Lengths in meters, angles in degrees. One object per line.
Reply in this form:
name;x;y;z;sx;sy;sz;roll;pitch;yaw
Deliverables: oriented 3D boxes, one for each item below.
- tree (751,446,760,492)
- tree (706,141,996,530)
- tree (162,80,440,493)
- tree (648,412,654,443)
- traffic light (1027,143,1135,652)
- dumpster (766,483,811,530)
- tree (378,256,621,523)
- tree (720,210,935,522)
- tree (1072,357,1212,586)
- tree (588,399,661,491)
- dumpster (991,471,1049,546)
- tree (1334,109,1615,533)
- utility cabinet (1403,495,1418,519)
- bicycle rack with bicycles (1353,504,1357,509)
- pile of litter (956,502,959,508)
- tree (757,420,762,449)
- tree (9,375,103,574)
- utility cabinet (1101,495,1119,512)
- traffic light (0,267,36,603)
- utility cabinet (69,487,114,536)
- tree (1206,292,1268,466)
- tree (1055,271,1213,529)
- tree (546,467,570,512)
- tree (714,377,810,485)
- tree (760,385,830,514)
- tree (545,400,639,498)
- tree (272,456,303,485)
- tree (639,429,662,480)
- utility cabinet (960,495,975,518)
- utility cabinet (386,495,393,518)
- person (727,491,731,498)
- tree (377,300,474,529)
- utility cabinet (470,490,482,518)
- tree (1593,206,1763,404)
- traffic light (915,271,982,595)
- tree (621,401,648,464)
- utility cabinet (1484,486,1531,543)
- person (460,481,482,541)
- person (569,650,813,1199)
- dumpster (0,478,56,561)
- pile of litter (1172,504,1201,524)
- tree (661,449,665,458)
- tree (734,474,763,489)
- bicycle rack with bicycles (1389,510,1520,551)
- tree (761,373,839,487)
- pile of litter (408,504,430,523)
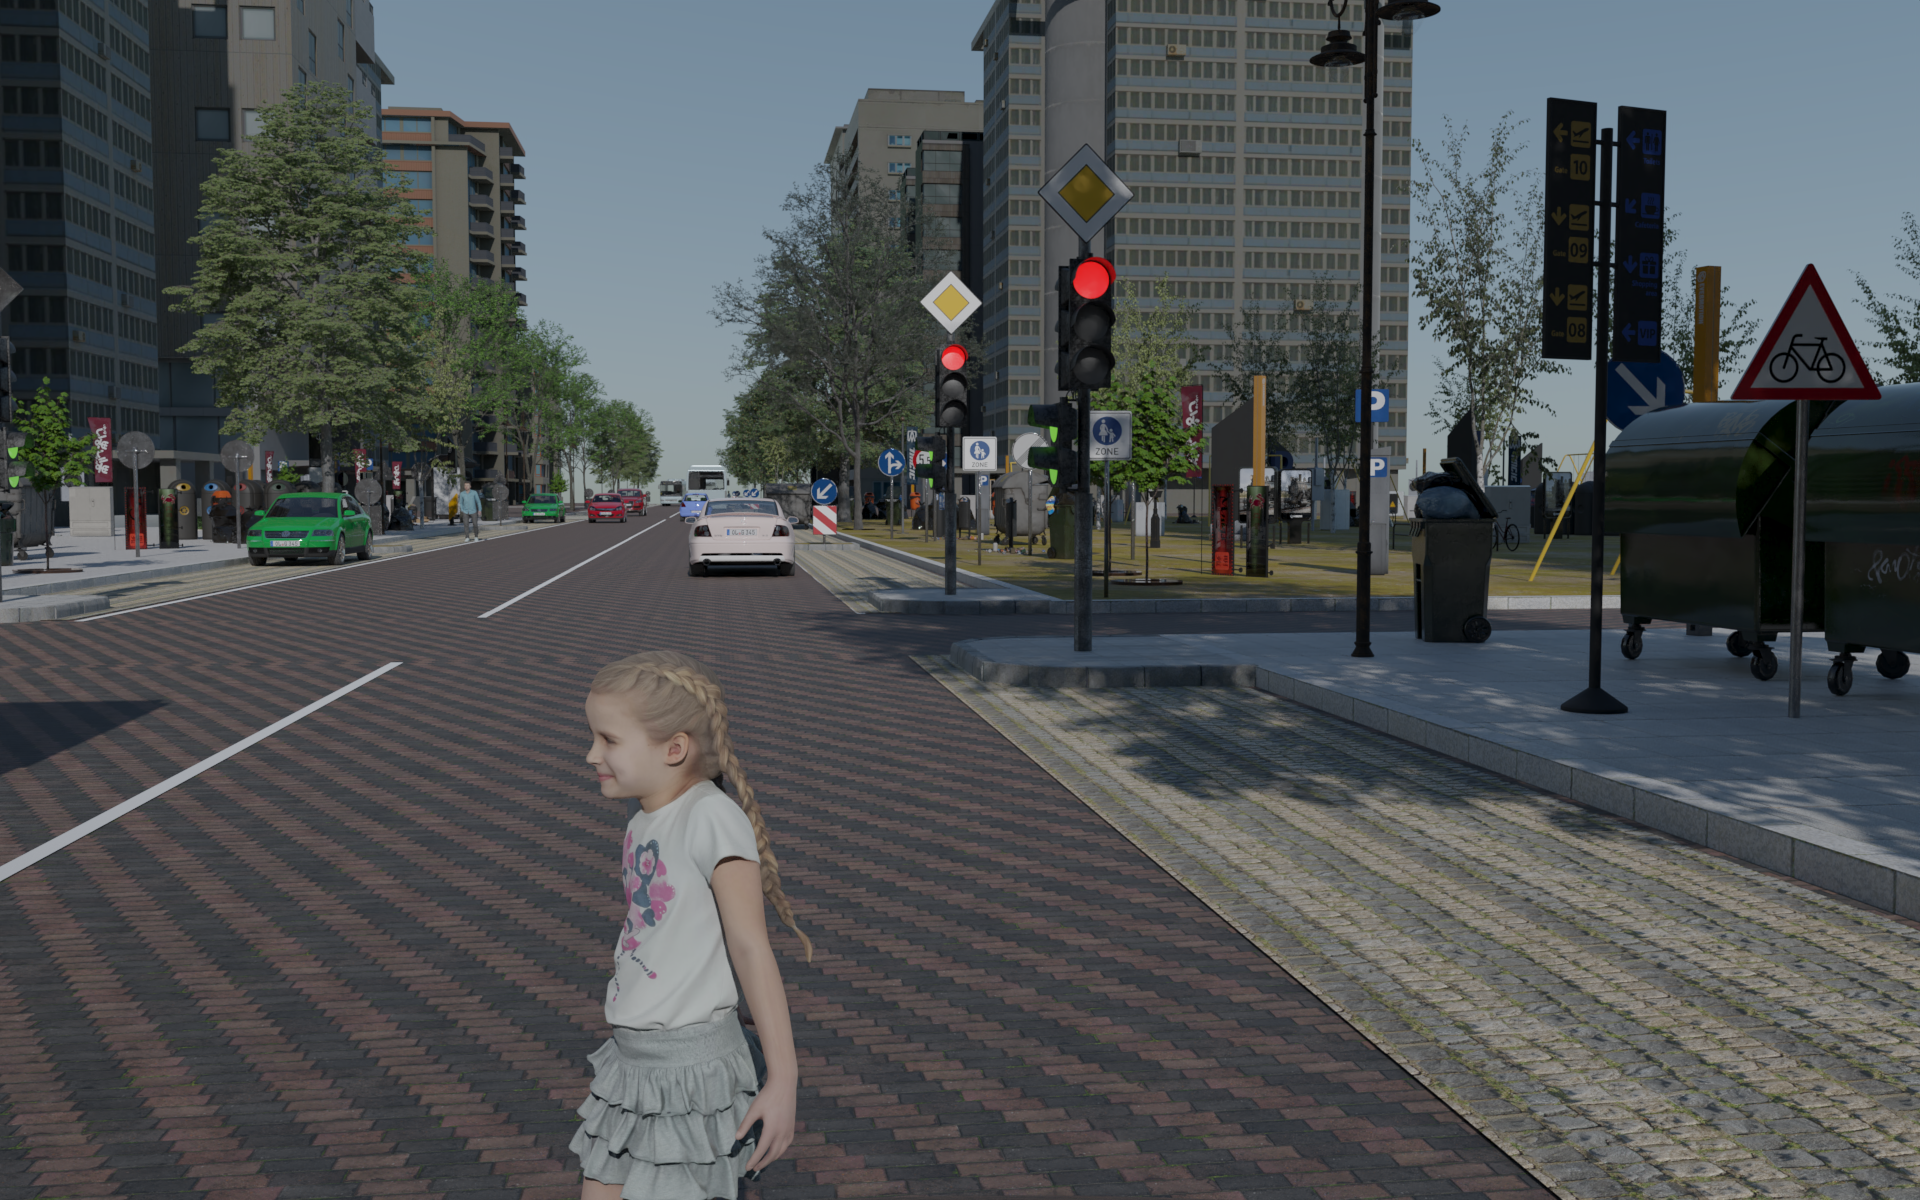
tree;-20.020;-14.080;180.566;4.360;8.622;3.978;0;3;0
tree;-3.762;-9.239;61.422;12.009;13.543;11.850;0;3;0
tree;-18.081;-7.953;48.166;7.486;12.596;7.792;0;3;0
tree;-37.172;-15.944;186.435;9.928;11.665;9.643;0;3;0
traffic light;0.988;-1.538;14.061;0.839;4.253;0.868;0;4;-8
dumpster;-6.847;-3.715;68.956;1.865;1.857;1.264;0;4;-7
tree;-22.154;-9.214;76.406;9.928;11.665;9.643;0;3;0
tree;-5.301;-10.565;79.396;9.857;13.997;8.962;0;3;0
tree;2.785;-1.832;24.557;1.663;3.219;1.824;0;3;0
tree;-40.392;-17.648;206.666;7.486;12.596;7.792;0;3;0
dumpster;1.545;-2.327;43.810;1.264;1.857;1.865;0;4;-8
tree;10.328;-5.088;33.557;4.360;8.622;3.978;0;3;0
utility cabinet;23.022;-4.708;88.129;1.020;1.237;0.306;-2;4;-34
bicycle rack with bicycles;16.837;-3.591;72.088;2.925;0.926;2.852;0;4;1
pile of litter;-0.470;-4.842;93.127;1.176;0.858;1.719;0;4;-5
tree;-13.650;-11.149;132.640;4.737;8.622;4.395;0;3;0
tree;-14.795;-2.059;28.259;1.663;3.219;1.824;0;3;0
utility cabinet;8.488;-5.306;97.920;1.020;1.237;0.306;1;4;22
traffic light;-11.384;-1.923;20.356;0.839;4.253;0.868;0;4;-8
utility cabinet;-26.206;-2.666;52.270;1.173;1.500;0.318;0;4;-6
tree;11.264;-6.950;63.989;4.360;8.622;3.978;0;3;0
tree;6.022;-6.503;56.687;4.737;8.622;4.395;0;3;0
tree;-28.771;-7.896;123.708;1.663;3.219;1.824;0;3;0
tree;-18.103;-15.107;164.013;9.611;12.733;9.660;0;3;0
tree;-9.879;-9.885;111.975;4.360;8.622;3.978;0;3;0
tree;-33.652;-13.425;153.908;7.601;10.594;8.767;-2;4;-25
tree;-34.209;-5.707;87.904;1.663;3.219;1.824;0;3;0
tree;-44.192;-18.414;235.487;7.601;10.594;8.767;0;4;5
utility cabinet;0.523;-4.789;89.467;1.020;1.237;0.306;0;4;5
utility cabinet;-30.101;-4.901;91.299;1.020;1.237;0.306;-2;4;-25
person;-27.305;-11.978;204.328;0.705;1.826;1.348;-2;4;-32
tree;-19.753;-6.910;63.348;4.737;8.622;4.395;0;3;0
utility cabinet;-26.229;-5.195;93.616;1.173;1.500;0.318;3;5;41
tree;17.850;-5.751;44.388;4.737;8.622;4.395;0;3;0
traffic light;-0.138;-2.021;21.967;0.839;4.253;0.868;0;4;-8
tree;-25.635;-10.848;103.128;9.928;11.665;9.643;0;3;0
utility cabinet;14.161;-2.217;44.926;1.173;1.500;0.318;1;4;11
person;-14.775;-2.679;52.315;0.660;1.820;0.620;0;4;-8
person;-0.341;0.675;2.485;0.382;1.210;0.505;-3;4;-38
dumpster;-18.654;-1.722;33.909;1.264;1.857;1.865;0;4;-8
pile of litter;9.898;-3.769;75.589;1.176;0.858;1.719;-1;4;-11
tree;-46.979;-20.446;252.425;7.486;12.596;7.792;0;3;0
tree;-28.504;-19.900;243.492;7.486;12.596;7.792;0;3;0
bicycle rack with bicycles;11.188;-1.612;39.741;2.852;0.926;2.925;0;4;-5
tree;-8.136;-9.064;98.555;4.737;8.622;4.395;0;3;0
pile of litter;-24.330;-3.893;77.609;1.719;0.858;1.176;-3;5;-44
